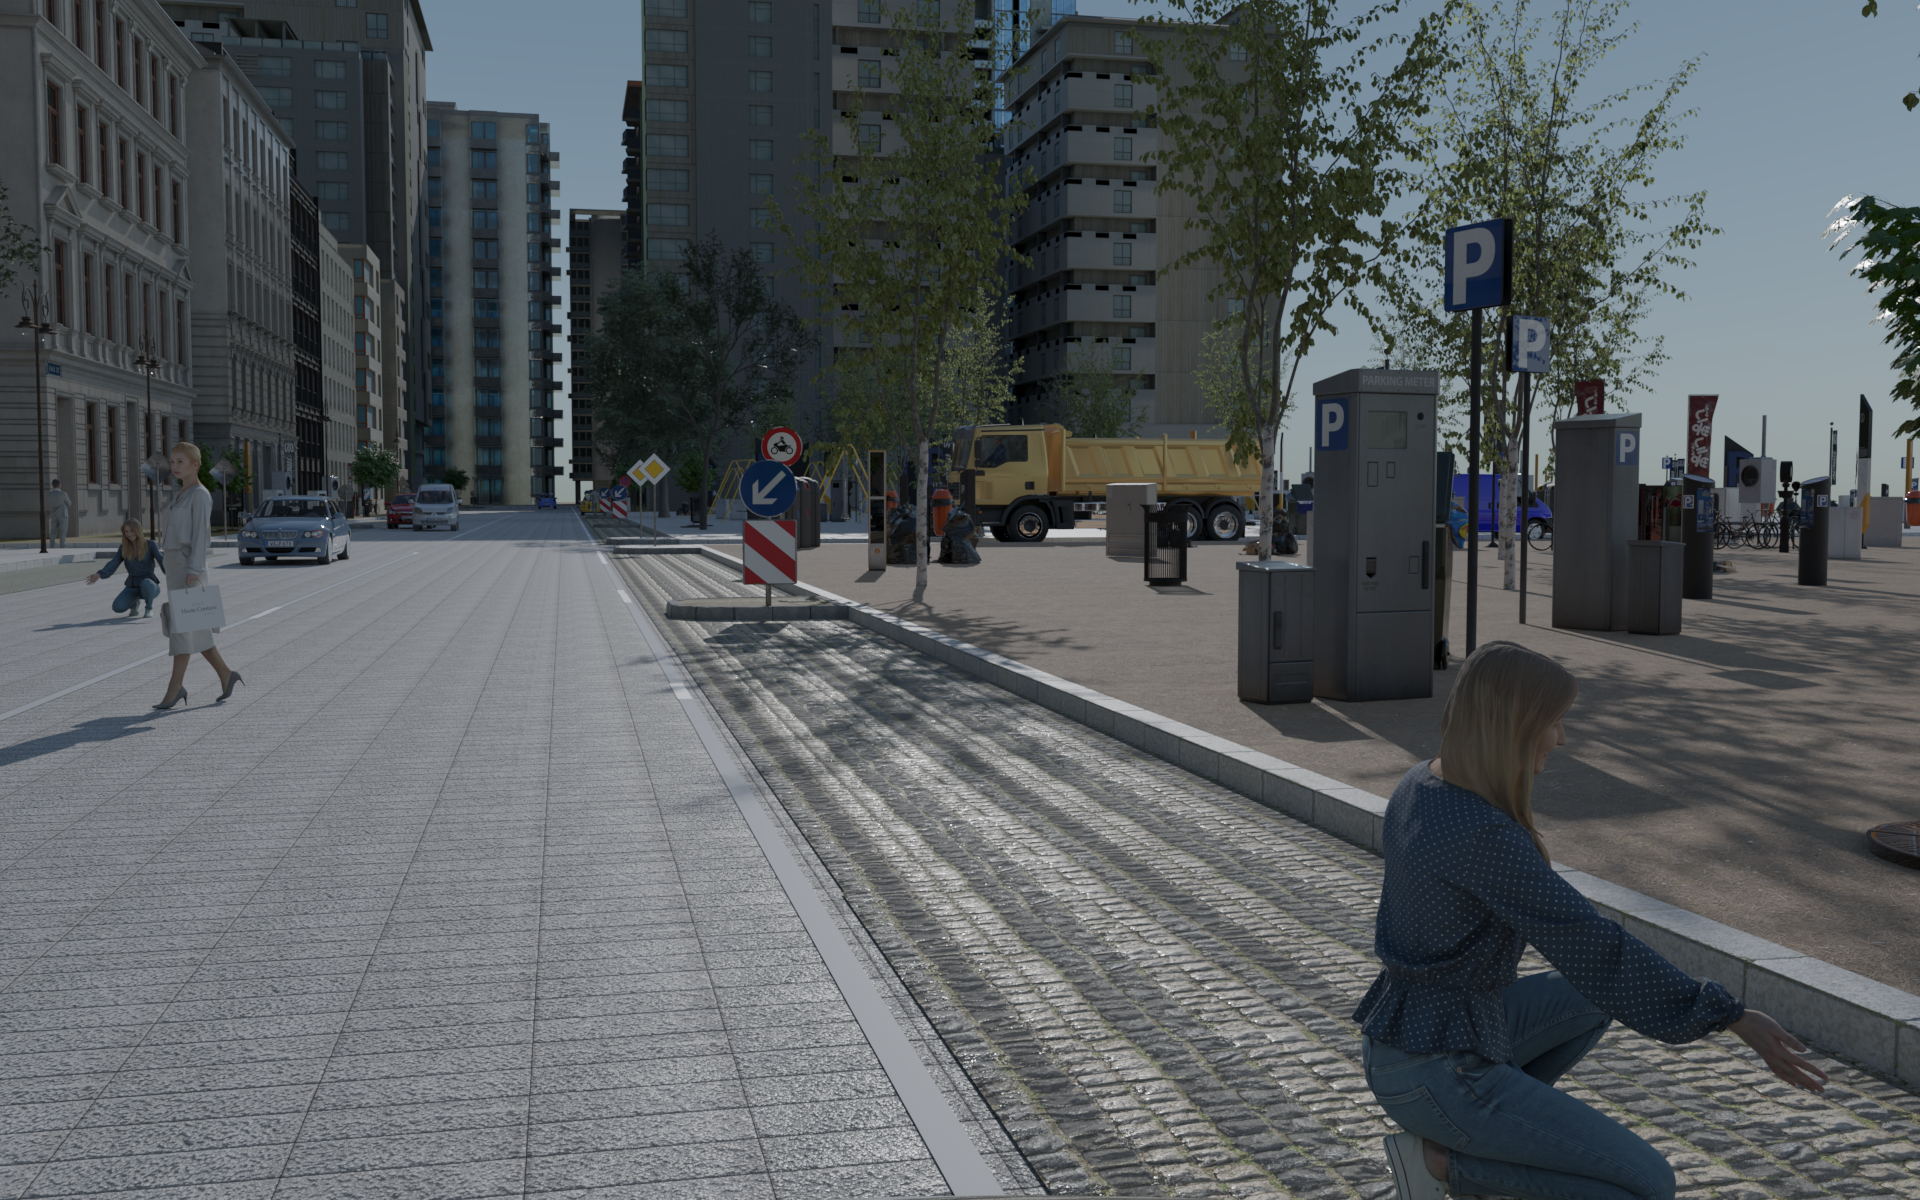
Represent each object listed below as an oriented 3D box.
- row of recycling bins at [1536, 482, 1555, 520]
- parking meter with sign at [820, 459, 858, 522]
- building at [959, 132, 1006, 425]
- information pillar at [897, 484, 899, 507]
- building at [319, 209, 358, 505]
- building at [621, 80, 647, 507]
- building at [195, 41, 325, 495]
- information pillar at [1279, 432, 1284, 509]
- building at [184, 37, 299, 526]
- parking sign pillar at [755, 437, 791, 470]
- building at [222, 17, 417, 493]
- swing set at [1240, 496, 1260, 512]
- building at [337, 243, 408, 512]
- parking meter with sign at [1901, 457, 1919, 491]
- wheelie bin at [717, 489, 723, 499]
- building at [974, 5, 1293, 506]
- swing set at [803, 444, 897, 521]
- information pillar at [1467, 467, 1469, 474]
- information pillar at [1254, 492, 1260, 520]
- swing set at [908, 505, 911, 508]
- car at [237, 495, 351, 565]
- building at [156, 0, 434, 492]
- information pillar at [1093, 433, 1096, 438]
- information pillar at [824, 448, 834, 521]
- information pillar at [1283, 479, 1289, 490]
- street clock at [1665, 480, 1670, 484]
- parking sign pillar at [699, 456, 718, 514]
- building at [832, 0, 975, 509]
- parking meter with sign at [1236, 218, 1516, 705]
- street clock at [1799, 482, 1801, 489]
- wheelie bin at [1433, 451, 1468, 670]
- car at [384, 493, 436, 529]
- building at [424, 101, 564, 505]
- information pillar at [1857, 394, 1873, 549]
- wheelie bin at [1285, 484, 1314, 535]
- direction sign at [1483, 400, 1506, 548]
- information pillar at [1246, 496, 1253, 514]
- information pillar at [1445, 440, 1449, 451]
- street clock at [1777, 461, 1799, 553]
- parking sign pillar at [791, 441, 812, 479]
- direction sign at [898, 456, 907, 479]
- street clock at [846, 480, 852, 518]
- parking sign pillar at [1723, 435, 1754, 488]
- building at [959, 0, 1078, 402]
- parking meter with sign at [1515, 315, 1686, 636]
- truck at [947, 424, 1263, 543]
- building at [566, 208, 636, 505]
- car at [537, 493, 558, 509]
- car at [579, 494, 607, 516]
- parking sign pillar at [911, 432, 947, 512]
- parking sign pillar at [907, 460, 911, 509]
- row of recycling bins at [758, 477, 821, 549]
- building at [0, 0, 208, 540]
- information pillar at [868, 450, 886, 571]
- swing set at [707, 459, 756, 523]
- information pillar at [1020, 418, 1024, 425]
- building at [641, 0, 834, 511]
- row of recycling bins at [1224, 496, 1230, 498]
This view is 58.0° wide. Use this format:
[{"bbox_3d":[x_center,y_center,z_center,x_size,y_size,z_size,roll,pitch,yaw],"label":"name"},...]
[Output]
[{"bbox_3d":[19.909,-3.095,57.711,1.069,1.692,3.534,1,4,10],"label":"row of recycling bins"},{"bbox_3d":[-5.558,-5.069,79.145,1.738,3.016,0.543,0,4,8],"label":"parking meter with sign"},{"bbox_3d":[-3.203,-31.376,196.596,14.086,41.232,14.154,-1,4,-13],"label":"building"},{"bbox_3d":[-3.690,-6.322,107.863,0.304,2.012,0.304,3,5,43],"label":"information pillar"},{"bbox_3d":[-44.344,-15.524,108.568,10.420,20.320,16.860,-1,4,-13],"label":"building"},{"bbox_3d":[-24.442,-32.404,184.431,22.147,44.769,28.867,-1,4,-13],"label":"building"},{"bbox_3d":[-41.655,-16.066,92.351,12.332,23.373,15.834,-1,4,-13],"label":"building"},{"bbox_3d":[12.162,-4.536,65.523,0.183,3.616,0.504,1,4,15],"label":"information pillar"},{"bbox_3d":[-35.633,-13.895,76.340,9.793,20.994,18.267,-1,4,-13],"label":"building"},{"bbox_3d":[-8.995,-5.714,81.890,1.447,3.967,1.447,-1,4,-18],"label":"parking sign pillar"},{"bbox_3d":[-56.273,-28.710,152.998,14.154,41.232,14.086,-1,4,-13],"label":"building"},{"bbox_3d":[13.646,-5.257,83.568,2.862,2.851,3.119,0,4,-3],"label":"swing set"},{"bbox_3d":[-57.669,-17.495,131.080,27.650,21.520,28.899,-1,4,-13],"label":"building"},{"bbox_3d":[44.316,-5.163,80.676,0.543,3.016,1.738,1,4,15],"label":"parking meter with sign"},{"bbox_3d":[-15.798,-6.366,111.994,0.980,1.594,0.693,2,4,31],"label":"wheelie bin"},{"bbox_3d":[18.593,-36.999,194.176,27.495,52.752,28.713,-1,4,-13],"label":"building"},{"bbox_3d":[-3.700,-3.552,55.690,2.862,2.851,3.119,-1,4,-9],"label":"swing set"},{"bbox_3d":[38.039,-8.425,129.103,0.504,3.616,0.183,0,4,-5],"label":"information pillar"},{"bbox_3d":[14.860,-5.015,86.484,0.304,2.012,0.304,1,4,22],"label":"information pillar"},{"bbox_3d":[-3.980,-5.795,92.362,2.862,2.851,3.119,-1,4,-10],"label":"swing set"},{"bbox_3d":[-13.965,-1.499,36.503,2.014,1.417,4.499,-1,4,-12],"label":"car"},{"bbox_3d":[-67.870,-35.771,174.088,27.495,52.752,28.713,-1,4,-13],"label":"building"},{"bbox_3d":[5.253,-4.636,67.156,0.183,3.616,0.504,1,4,16],"label":"information pillar"},{"bbox_3d":[-6.194,-5.557,82.208,0.504,3.616,0.183,0,4,2],"label":"information pillar"},{"bbox_3d":[16.346,-5.036,86.838,0.304,2.012,0.304,1,4,9],"label":"information pillar"},{"bbox_3d":[37.059,-5.254,90.467,0.471,2.002,0.358,-1,4,-19],"label":"street clock"},{"bbox_3d":[-15.935,-7.432,109.983,1.447,3.967,1.447,-3,5,-41],"label":"parking sign pillar"},{"bbox_3d":[-14.131,-34.758,157.530,28.713,52.752,27.495,-1,4,-13],"label":"building"},{"bbox_3d":[2.586,-0.895,10.888,1.738,3.016,0.543,-2,4,-25],"label":"parking meter with sign"},{"bbox_3d":[46.864,-5.659,97.097,0.471,2.002,0.358,3,4,37],"label":"street clock"},{"bbox_3d":[3.308,-0.306,12.904,0.980,1.594,0.693,1,4,21],"label":"wheelie bin"},{"bbox_3d":[-22.918,-3.877,72.423,2.155,1.783,4.494,-1,4,-14],"label":"car"},{"bbox_3d":[-64.769,-36.337,213.723,30.456,49.044,23.786,-1,4,-13],"label":"building"},{"bbox_3d":[21.079,-2.999,40.383,0.183,3.616,0.504,0,4,2],"label":"information pillar"},{"bbox_3d":[10.662,-2.845,54.430,0.980,1.594,0.693,-1,4,-18],"label":"wheelie bin"},{"bbox_3d":[12.803,-3.029,41.529,0.876,3.537,0.379,-3,5,-39],"label":"direction sign"},{"bbox_3d":[18.371,-7.241,109.741,0.504,3.616,0.183,2,4,27],"label":"information pillar"},{"bbox_3d":[21.144,-5.120,75.068,0.183,3.616,0.504,3,5,45],"label":"information pillar"},{"bbox_3d":[18.052,-2.037,37.881,0.358,2.002,0.471,2,4,30],"label":"street clock"},{"bbox_3d":[-8.233,-6.109,88.356,1.447,3.967,1.447,1,4,16],"label":"parking sign pillar"},{"bbox_3d":[-3.425,-6.804,103.238,0.379,3.537,0.876,3,4,37],"label":"direction sign"},{"bbox_3d":[-5.893,-5.328,91.690,0.358,2.002,0.471,-2,4,-29],"label":"street clock"},{"bbox_3d":[35.629,-5.547,79.162,1.447,3.967,1.447,0,4,2],"label":"parking sign pillar"},{"bbox_3d":[3.436,-55.951,227.472,31.000,86.520,22.319,-1,4,-13],"label":"building"},{"bbox_3d":[6.013,-1.230,16.373,0.543,3.016,1.738,-2,4,-32],"label":"parking meter with sign"},{"bbox_3d":[3.717,-3.260,49.223,9.791,3.379,3.469,-1,4,-12],"label":"truck"},{"bbox_3d":[-38.498,-32.545,223.996,23.993,40.220,32.217,-1,4,-13],"label":"building"},{"bbox_3d":[-39.101,-9.445,164.018,1.945,1.707,3.694,-1,4,-14],"label":"car"},{"bbox_3d":[-24.626,-6.499,116.488,2.015,1.641,3.980,-1,4,-11],"label":"car"},{"bbox_3d":[-1.026,-5.129,72.337,1.447,3.967,1.447,-1,4,-22],"label":"parking sign pillar"},{"bbox_3d":[-3.440,-7.989,119.087,1.447,3.967,1.447,2,4,32],"label":"parking sign pillar"},{"bbox_3d":[-4.052,-2.070,40.955,1.069,1.692,3.534,0,4,7],"label":"row of recycling bins"},{"bbox_3d":[-32.748,-13.488,56.689,11.583,22.565,21.152,-1,4,-13],"label":"building"},{"bbox_3d":[-1.387,-1.496,28.958,0.304,2.012,0.304,0,4,-4],"label":"information pillar"},{"bbox_3d":[-9.944,-4.989,79.194,2.862,2.851,3.119,-2,4,-24],"label":"swing set"},{"bbox_3d":[1.925,-3.806,53.576,0.183,3.616,0.504,1,4,10],"label":"information pillar"},{"bbox_3d":[-17.723,-27.650,135.668,14.154,41.232,14.086,-1,4,-13],"label":"building"},{"bbox_3d":[19.793,-7.383,127.824,1.069,1.692,3.534,1,4,22],"label":"row of recycling bins"}]
